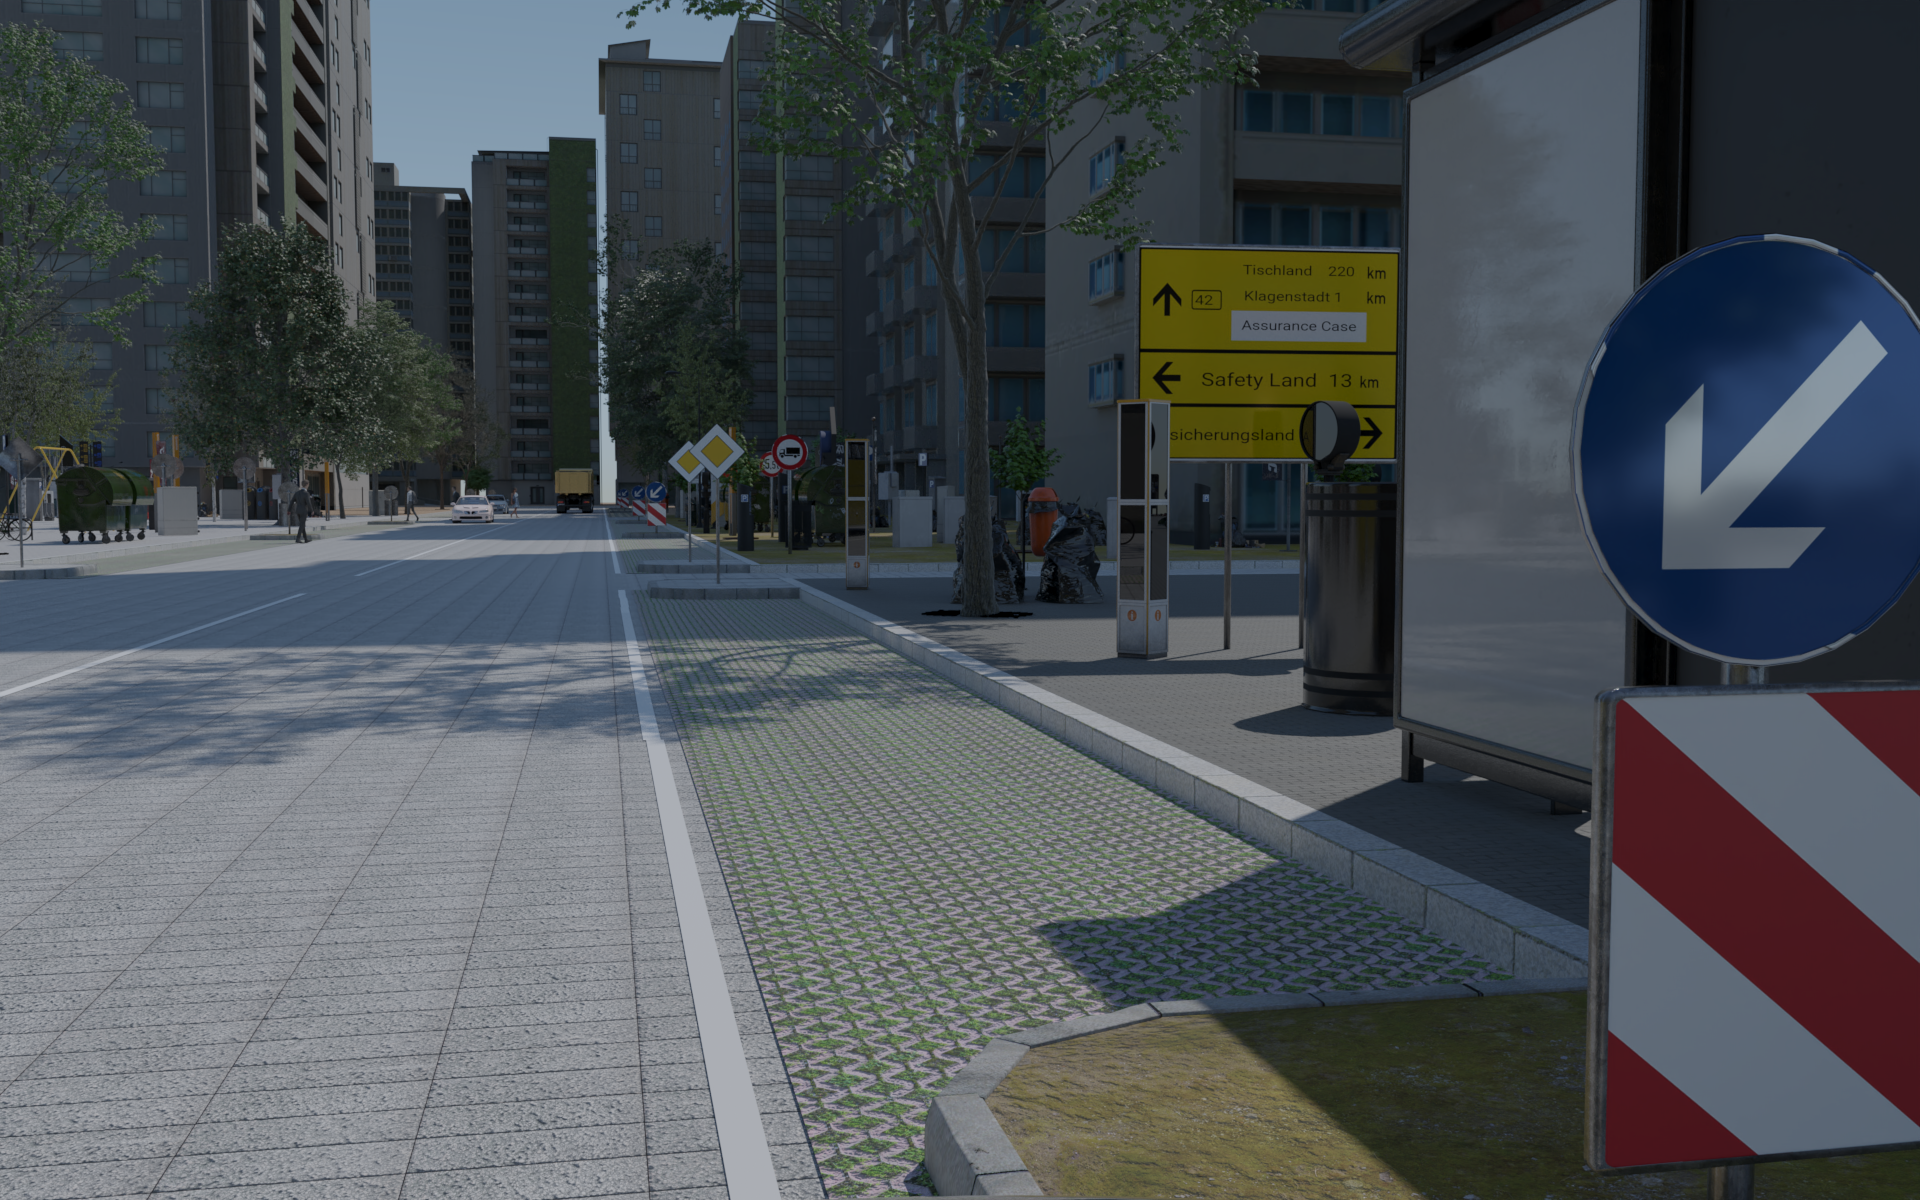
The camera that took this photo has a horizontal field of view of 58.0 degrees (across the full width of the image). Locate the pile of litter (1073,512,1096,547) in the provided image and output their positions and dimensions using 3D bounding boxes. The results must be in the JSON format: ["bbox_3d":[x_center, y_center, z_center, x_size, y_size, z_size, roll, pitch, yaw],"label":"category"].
[{"bbox_3d":[2.613,-1.635,40.697,1.176,0.858,1.719,2,4,32],"label":"pile of litter"}]

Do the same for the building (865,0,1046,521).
[{"bbox_3d":[6.957,-29.108,95.532,23.786,49.044,30.456,-1,4,-12],"label":"building"}]

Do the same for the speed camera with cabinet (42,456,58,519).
[{"bbox_3d":[-47.277,-5.846,89.921,0.660,3.252,2.038,1,4,10],"label":"speed camera with cabinet"}]

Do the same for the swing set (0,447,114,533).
[{"bbox_3d":[-30.526,-3.711,58.300,2.862,2.851,3.119,-1,4,-9],"label":"swing set"}]

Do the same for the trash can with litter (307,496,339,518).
[{"bbox_3d":[-34.728,-5.036,93.403,2.233,1.210,1.678,-1,4,-10],"label":"trash can with litter"}]

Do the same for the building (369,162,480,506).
[{"bbox_3d":[-69.465,-31.400,205.270,23.993,40.220,32.217,-1,4,-12],"label":"building"}]

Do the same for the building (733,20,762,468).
[{"bbox_3d":[-13.166,-28.812,154.669,14.154,41.232,14.086,-1,4,-12],"label":"building"}]

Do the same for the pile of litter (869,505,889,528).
[{"bbox_3d":[-3.433,-3.196,66.215,1.719,0.858,1.176,-2,4,-27],"label":"pile of litter"}]

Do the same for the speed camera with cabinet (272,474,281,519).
[{"bbox_3d":[-30.828,-5.174,78.925,0.660,3.252,2.038,-1,4,-9],"label":"speed camera with cabinet"}]

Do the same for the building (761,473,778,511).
[{"bbox_3d":[0.340,-27.291,138.083,32.217,40.220,23.993,-1,4,-12],"label":"building"}]

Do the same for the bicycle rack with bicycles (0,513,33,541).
[{"bbox_3d":[-26.574,-2.064,47.126,2.925,0.926,2.852,0,4,6],"label":"bicycle rack with bicycles"}]

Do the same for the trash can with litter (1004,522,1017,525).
[{"bbox_3d":[1.238,-3.705,71.634,2.233,1.210,1.678,1,4,9],"label":"trash can with litter"}]

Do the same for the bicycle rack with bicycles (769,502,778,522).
[{"bbox_3d":[-9.470,-4.125,80.832,2.925,0.926,2.852,-1,4,-22],"label":"bicycle rack with bicycles"}]

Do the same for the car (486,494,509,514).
[{"bbox_3d":[-33.179,-6.826,123.613,2.014,1.417,4.499,-1,4,-11],"label":"car"}]

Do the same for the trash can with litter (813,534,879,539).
[{"bbox_3d":[-3.498,-2.379,49.957,2.233,1.210,1.678,0,4,3],"label":"trash can with litter"}]

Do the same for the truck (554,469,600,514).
[{"bbox_3d":[-29.007,-8.243,130.696,3.469,3.379,9.791,-1,4,-10],"label":"truck"}]

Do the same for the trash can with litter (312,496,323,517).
[{"bbox_3d":[-35.772,-5.189,96.225,0.624,1.170,1.055,0,4,-6],"label":"trash can with litter"}]

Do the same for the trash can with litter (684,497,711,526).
[{"bbox_3d":[-10.438,-3.519,68.919,1.055,1.170,0.624,1,4,12],"label":"trash can with litter"}]

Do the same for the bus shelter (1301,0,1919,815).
[{"bbox_3d":[3.046,-1.756,6.335,2.179,5.291,8.768,-1,4,-12],"label":"bus shelter"}]

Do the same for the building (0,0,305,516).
[{"bbox_3d":[-49.409,-25.886,106.825,14.154,41.232,14.086,-1,4,-12],"label":"building"}]

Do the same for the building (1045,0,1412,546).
[{"bbox_3d":[13.969,-26.305,53.787,21.600,48.544,21.300,-1,4,-12],"label":"building"}]

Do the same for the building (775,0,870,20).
[{"bbox_3d":[-5.570,-26.524,117.268,14.154,41.232,14.086,-1,4,-12],"label":"building"}]

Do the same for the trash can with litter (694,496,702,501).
[{"bbox_3d":[-12.400,-4.523,85.014,2.233,1.210,1.678,0,4,-5],"label":"trash can with litter"}]

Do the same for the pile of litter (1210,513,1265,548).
[{"bbox_3d":[6.690,-1.708,41.889,1.176,0.858,1.719,-1,4,-12],"label":"pile of litter"}]

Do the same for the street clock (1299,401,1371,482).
[{"bbox_3d":[2.877,-0.548,13.531,0.358,2.002,0.471,-2,4,-28],"label":"street clock"}]

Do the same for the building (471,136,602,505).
[{"bbox_3d":[-48.889,-31.624,200.642,14.086,41.232,14.154,-1,4,-12],"label":"building"}]

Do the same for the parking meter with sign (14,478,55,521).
[{"bbox_3d":[-44.107,-5.269,82.416,1.738,3.016,0.543,-1,4,-9],"label":"parking meter with sign"}]

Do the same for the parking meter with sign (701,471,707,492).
[{"bbox_3d":[-15.282,-6.554,103.415,0.543,3.016,1.738,-1,4,-9],"label":"parking meter with sign"}]

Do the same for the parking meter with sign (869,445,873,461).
[{"bbox_3d":[-3.719,-4.066,62.743,0.543,3.016,1.738,-2,4,-29],"label":"parking meter with sign"}]

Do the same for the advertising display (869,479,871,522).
[{"bbox_3d":[-3.862,-4.169,73.370,0.123,1.923,0.974,0,4,1],"label":"advertising display"}]

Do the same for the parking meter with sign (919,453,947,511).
[{"bbox_3d":[-0.933,-4.759,74.078,1.738,3.016,0.543,-3,5,-42],"label":"parking meter with sign"}]

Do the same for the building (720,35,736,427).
[{"bbox_3d":[-15.750,-31.701,168.425,14.600,45.320,14.200,-1,4,-12],"label":"building"}]

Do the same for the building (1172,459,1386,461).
[{"bbox_3d":[26.966,-19.983,171.768,28.899,21.520,27.650,-1,4,-12],"label":"building"}]

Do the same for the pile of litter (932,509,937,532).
[{"bbox_3d":[-0.777,-2.747,58.883,1.176,0.858,1.719,-1,4,-13],"label":"pile of litter"}]

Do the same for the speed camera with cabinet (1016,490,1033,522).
[{"bbox_3d":[3.622,-5.202,79.395,2.038,3.252,0.660,0,4,-6],"label":"speed camera with cabinet"}]

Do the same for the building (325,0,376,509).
[{"bbox_3d":[-66.268,-34.351,150.873,27.495,52.752,28.713,-1,4,-12],"label":"building"}]

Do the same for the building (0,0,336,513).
[{"bbox_3d":[-57.654,-30.543,123.085,21.300,48.544,21.600,-1,4,-12],"label":"building"}]

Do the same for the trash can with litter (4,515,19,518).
[{"bbox_3d":[-51.019,-5.105,94.525,2.233,1.210,1.678,-2,4,-34],"label":"trash can with litter"}]

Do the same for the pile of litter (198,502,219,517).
[{"bbox_3d":[-41.786,-5.041,96.386,1.176,0.858,1.719,0,4,5],"label":"pile of litter"}]

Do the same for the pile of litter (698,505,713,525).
[{"bbox_3d":[-10.370,-3.486,70.966,1.176,0.858,1.719,3,5,39],"label":"pile of litter"}]

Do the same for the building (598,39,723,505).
[{"bbox_3d":[-29.786,-38.055,211.444,27.495,52.752,28.713,-1,4,-12],"label":"building"}]

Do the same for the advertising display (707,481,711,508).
[{"bbox_3d":[-12.176,-4.986,86.732,0.974,1.923,0.123,-1,4,-22],"label":"advertising display"}]

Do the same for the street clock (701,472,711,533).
[{"bbox_3d":[-8.258,-3.169,56.378,0.358,2.002,0.471,0,4,-1],"label":"street clock"}]

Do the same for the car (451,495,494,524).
[{"bbox_3d":[-24.137,-4.497,85.895,2.083,1.381,4.827,-1,4,-13],"label":"car"}]

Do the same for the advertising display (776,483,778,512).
[{"bbox_3d":[-10.198,-5.838,100.658,0.974,1.923,0.123,0,4,-1],"label":"advertising display"}]

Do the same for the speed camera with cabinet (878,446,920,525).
[{"bbox_3d":[-2.518,-4.731,71.683,0.660,3.252,2.038,3,4,38],"label":"speed camera with cabinet"}]

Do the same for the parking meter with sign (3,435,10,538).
[{"bbox_3d":[-28.753,-3.321,50.559,1.738,3.016,0.543,-3,4,-36],"label":"parking meter with sign"}]

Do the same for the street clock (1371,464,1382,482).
[{"bbox_3d":[9.996,-2.281,41.860,0.358,2.002,0.471,0,4,-6],"label":"street clock"}]
